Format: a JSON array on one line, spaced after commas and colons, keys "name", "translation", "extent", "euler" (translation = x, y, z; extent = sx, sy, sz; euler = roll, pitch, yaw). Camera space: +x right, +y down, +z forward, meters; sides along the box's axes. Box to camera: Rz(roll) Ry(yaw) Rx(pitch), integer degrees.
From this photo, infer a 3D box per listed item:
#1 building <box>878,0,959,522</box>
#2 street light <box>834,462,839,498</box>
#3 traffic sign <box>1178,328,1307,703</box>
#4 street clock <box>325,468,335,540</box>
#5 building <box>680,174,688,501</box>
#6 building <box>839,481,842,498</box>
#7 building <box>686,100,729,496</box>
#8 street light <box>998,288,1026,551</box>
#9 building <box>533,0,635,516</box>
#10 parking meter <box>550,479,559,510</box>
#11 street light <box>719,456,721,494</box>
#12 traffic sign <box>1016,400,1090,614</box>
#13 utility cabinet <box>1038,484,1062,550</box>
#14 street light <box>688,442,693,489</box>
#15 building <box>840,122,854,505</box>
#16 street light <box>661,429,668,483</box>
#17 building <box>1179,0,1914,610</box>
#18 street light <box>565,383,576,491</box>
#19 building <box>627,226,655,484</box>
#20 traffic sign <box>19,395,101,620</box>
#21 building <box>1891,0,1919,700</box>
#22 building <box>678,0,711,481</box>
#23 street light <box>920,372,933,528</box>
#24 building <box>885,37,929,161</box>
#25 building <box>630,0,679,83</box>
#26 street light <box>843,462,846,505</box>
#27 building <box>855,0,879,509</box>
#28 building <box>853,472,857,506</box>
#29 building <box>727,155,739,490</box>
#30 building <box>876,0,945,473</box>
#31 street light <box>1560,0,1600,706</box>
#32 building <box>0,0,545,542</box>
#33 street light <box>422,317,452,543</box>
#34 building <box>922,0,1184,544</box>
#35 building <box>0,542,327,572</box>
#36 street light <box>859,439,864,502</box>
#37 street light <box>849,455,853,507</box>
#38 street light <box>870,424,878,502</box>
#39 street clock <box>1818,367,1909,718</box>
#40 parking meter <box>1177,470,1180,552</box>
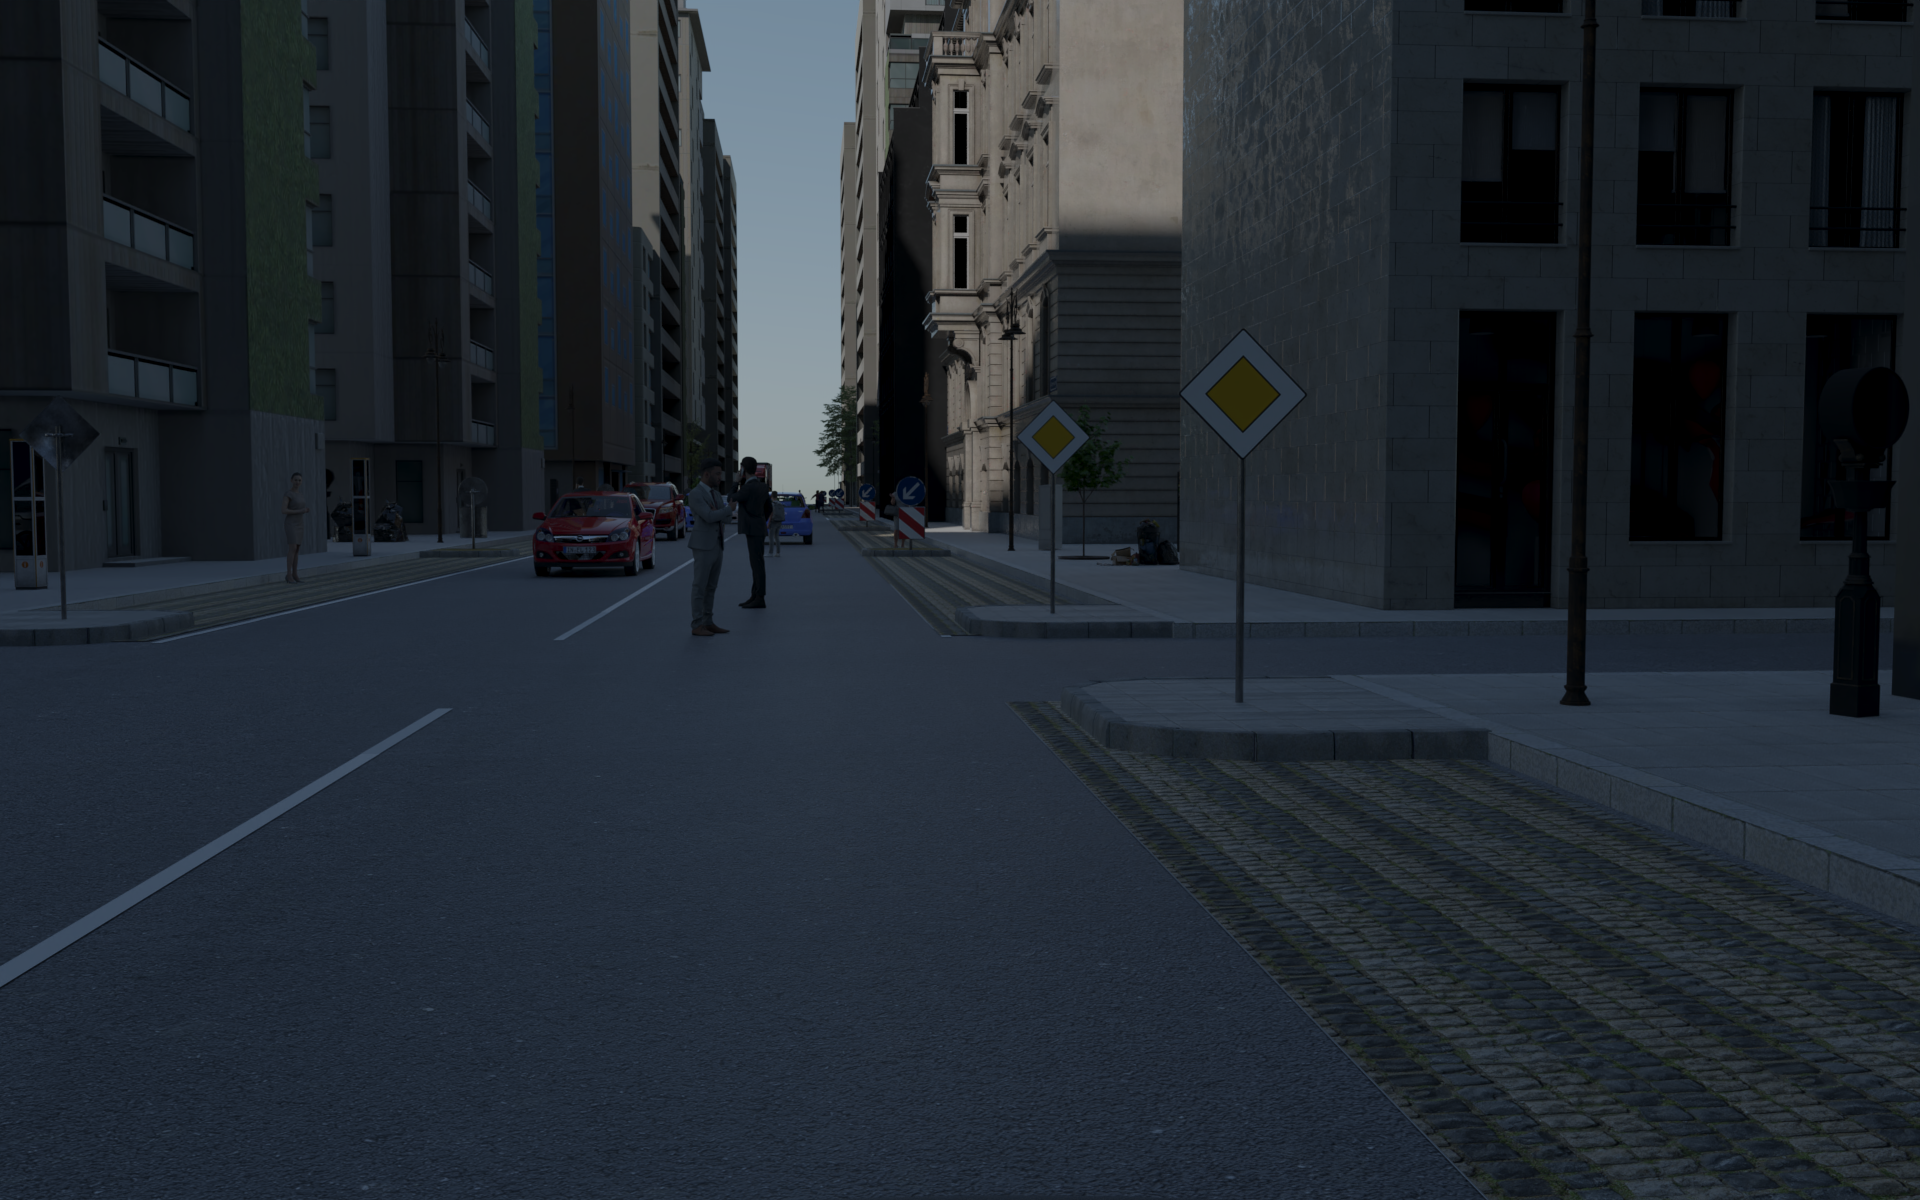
[{"name": "building", "translation": [2.444, -15.694, 86.282], "extent": [12.332, 23.373, 15.834], "euler": [0, 4, -5]}, {"name": "street light", "translation": [-18.250, -17.092, 252.235], "extent": [0.468, 5.910, 1.993], "euler": [0, 4, -5]}, {"name": "traffic sign", "translation": [1.717, -0.426, 10.601], "extent": [0.795, 2.450, 0.064], "euler": [0, 4, -5]}, {"name": "street clock", "translation": [-17.875, -2.706, 48.806], "extent": [0.471, 2.002, 0.358], "euler": [0, 4, -7]}, {"name": "building", "translation": [-31.108, -23.080, 149.060], "extent": [14.160, 30.474, 14.107], "euler": [0, 4, -5]}, {"name": "building", "translation": [-0.657, -33.561, 240.602], "extent": [32.217, 40.220, 23.993], "euler": [0, 4, -5]}, {"name": "building", "translation": [-40.163, -36.032, 212.830], "extent": [21.300, 48.544, 21.600], "euler": [0, 4, -5]}, {"name": "street light", "translation": [1.159, -4.047, 38.951], "extent": [0.468, 5.910, 1.993], "euler": [0, 4, -5]}, {"name": "building", "translation": [-22.554, -26.181, 78.169], "extent": [14.600, 45.320, 14.200], "euler": [0, 4, -5]}, {"name": "parking meter", "translation": [-15.623, -3.732, 66.724], "extent": [0.255, 1.863, 0.399], "euler": [0, 4, 2]}, {"name": "street light", "translation": [-28.274, -14.148, 204.105], "extent": [0.468, 5.910, 1.993], "euler": [0, 4, -5]}, {"name": "traffic sign", "translation": [0.993, -0.912, 18.553], "extent": [0.795, 2.450, 0.064], "euler": [0, 4, -5]}, {"name": "utility cabinet", "translation": [2.072, -1.904, 39.812], "extent": [0.318, 1.500, 1.173], "euler": [1, 4, 16]}, {"name": "street light", "translation": [-23.095, -10.766, 148.806], "extent": [0.468, 5.910, 1.993], "euler": [0, 4, -5]}, {"name": "building", "translation": [-3.999, -36.254, 216.455], "extent": [21.300, 48.544, 21.600], "euler": [0, 4, -5]}, {"name": "street light", "translation": [-20.627, -9.058, 120.878], "extent": [0.468, 5.910, 1.993], "euler": [0, 4, -5]}, {"name": "building", "translation": [12.574, -10.376, 24.398], "extent": [16.860, 20.320, 10.420], "euler": [0, 4, -5]}, {"name": "street light", "translation": [-16.202, -6.103, 72.579], "extent": [0.468, 5.910, 1.993], "euler": [0, 4, -5]}, {"name": "building", "translation": [-33.855, -15.928, 105.466], "extent": [27.650, 21.520, 28.899], "euler": [0, 4, -5]}, {"name": "traffic sign", "translation": [-9.161, -0.857, 17.654], "extent": [0.795, 2.450, 0.064], "euler": [0, 4, -5]}, {"name": "building", "translation": [17.504, -23.021, 0.102], "extent": [21.300, 48.544, 21.600], "euler": [0, 4, -5]}, {"name": "building", "translation": [-41.827, -36.587, 187.430], "extent": [28.713, 52.752, 27.495], "euler": [0, 4, -5]}, {"name": "street light", "translation": [-1.281, -5.698, 65.949], "extent": [0.468, 5.910, 1.993], "euler": [0, 4, -5]}, {"name": "building", "translation": [2.018, -20.945, 114.159], "extent": [14.160, 30.474, 14.107], "euler": [0, 4, -5]}, {"name": "building", "translation": [-32.522, -30.970, 130.068], "extent": [21.300, 48.544, 21.600], "euler": [0, 4, -5]}, {"name": "street light", "translation": [-13.206, -13.748, 197.569], "extent": [0.468, 5.910, 1.993], "euler": [0, 4, -5]}, {"name": "building", "translation": [1.430, -32.740, 159.004], "extent": [21.300, 48.544, 21.600], "euler": [0, 4, -5]}, {"name": "building", "translation": [-1.819, -46.272, 194.795], "extent": [20.563, 71.187, 20.611], "euler": [0, 4, -5]}, {"name": "building", "translation": [-41.223, -37.362, 234.572], "extent": [21.300, 48.544, 21.600], "euler": [0, 4, -5]}, {"name": "building", "translation": [7.431, -33.369, 134.817], "extent": [28.713, 52.752, 27.495], "euler": [0, 4, -5]}, {"name": "street light", "translation": [3.752, -2.299, 10.383], "extent": [0.468, 5.910, 1.993], "euler": [0, 4, -5]}, {"name": "building", "translation": [-21.909, -22.787, 56.159], "extent": [14.154, 41.232, 14.086], "euler": [0, 4, -5]}, {"name": "street light", "translation": [-13.702, -4.446, 45.479], "extent": [0.468, 5.910, 1.993], "euler": [0, 4, -5]}, {"name": "building", "translation": [6.019, -14.783, 60.786], "extent": [14.460, 24.649, 34.723], "euler": [0, 4, -5]}, {"name": "building", "translation": [-20.383, -21.166, 29.661], "extent": [14.154, 41.232, 14.086], "euler": [0, 4, -5]}, {"name": "street light", "translation": [-8.129, -10.359, 142.151], "extent": [0.468, 5.910, 1.993], "euler": [0, 4, -5]}, {"name": "street light", "translation": [-10.638, -12.015, 169.238], "extent": [0.468, 5.910, 1.993], "euler": [0, 4, -5]}, {"name": "street light", "translation": [-5.732, -8.694, 114.927], "extent": [0.468, 5.910, 1.993], "euler": [0, 4, -5]}, {"name": "street clock", "translation": [5.186, -0.331, 9.983], "extent": [0.471, 2.002, 0.358], "euler": [-2, 4, -24]}, {"name": "parking meter", "translation": [4.950, -1.982, 38.112], "extent": [0.255, 1.863, 0.399], "euler": [2, 4, 26]}]
